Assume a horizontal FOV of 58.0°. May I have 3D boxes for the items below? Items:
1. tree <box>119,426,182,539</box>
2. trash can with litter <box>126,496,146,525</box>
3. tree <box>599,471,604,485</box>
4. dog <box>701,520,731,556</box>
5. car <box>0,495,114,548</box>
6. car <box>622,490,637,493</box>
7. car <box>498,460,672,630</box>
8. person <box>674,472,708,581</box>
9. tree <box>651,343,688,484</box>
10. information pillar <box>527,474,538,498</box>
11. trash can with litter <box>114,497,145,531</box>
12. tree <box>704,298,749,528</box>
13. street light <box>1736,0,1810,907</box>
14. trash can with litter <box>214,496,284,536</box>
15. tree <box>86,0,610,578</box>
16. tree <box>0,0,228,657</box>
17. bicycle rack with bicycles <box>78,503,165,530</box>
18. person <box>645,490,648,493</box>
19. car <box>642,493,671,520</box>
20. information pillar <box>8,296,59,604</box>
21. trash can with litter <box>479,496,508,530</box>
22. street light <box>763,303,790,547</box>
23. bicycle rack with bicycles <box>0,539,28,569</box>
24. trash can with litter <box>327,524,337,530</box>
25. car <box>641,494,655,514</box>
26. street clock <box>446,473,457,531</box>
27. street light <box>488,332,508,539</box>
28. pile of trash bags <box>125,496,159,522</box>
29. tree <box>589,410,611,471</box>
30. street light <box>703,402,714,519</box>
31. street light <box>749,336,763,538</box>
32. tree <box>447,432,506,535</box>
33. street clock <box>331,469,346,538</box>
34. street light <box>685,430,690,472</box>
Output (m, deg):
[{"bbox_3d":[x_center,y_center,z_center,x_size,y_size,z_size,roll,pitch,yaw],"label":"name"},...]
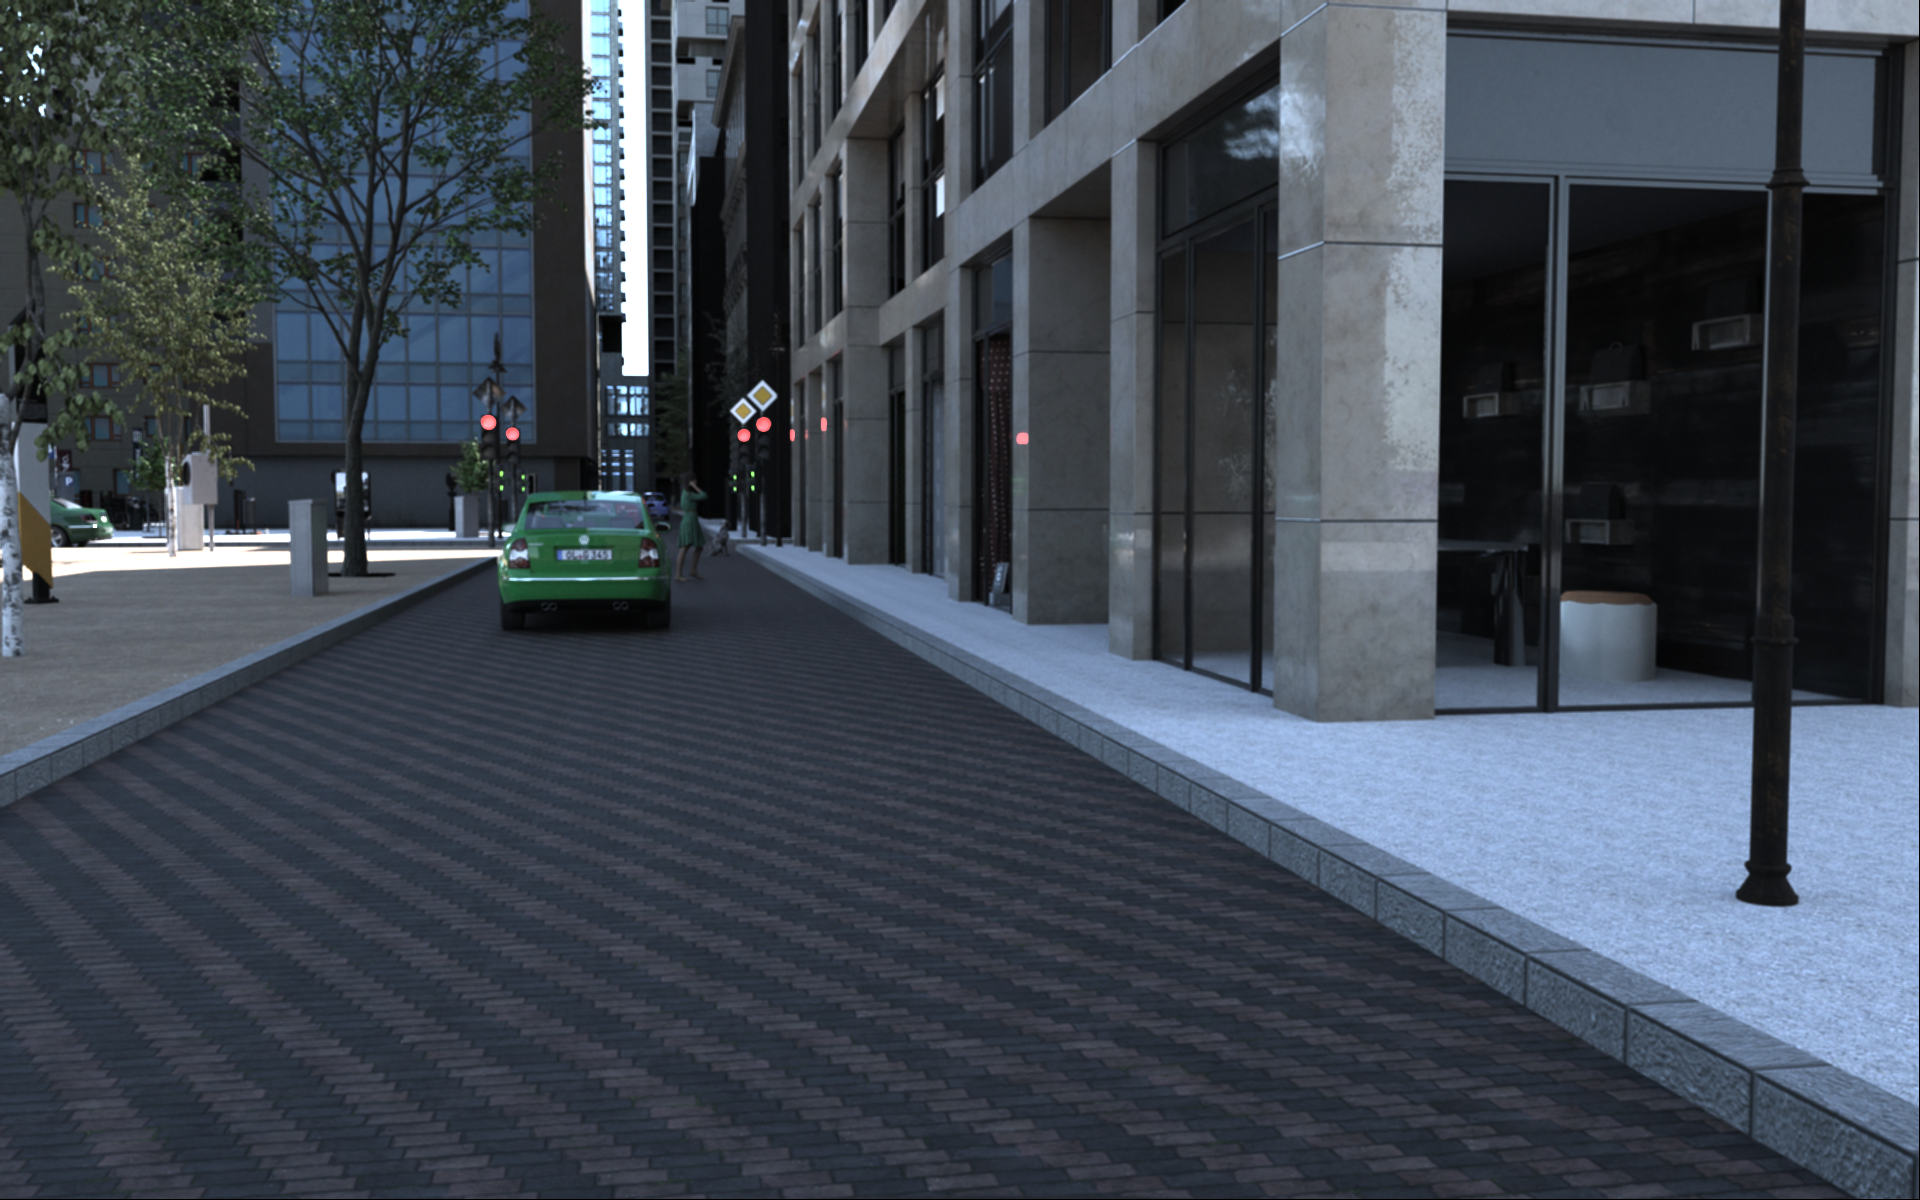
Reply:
[{"bbox_3d":[-23.044,-3.378,49.836,1.663,3.219,1.824,0,3,0],"label":"tree"},{"bbox_3d":[-34.827,-3.726,71.984,1.678,1.210,2.233,3,5,41],"label":"trash can with litter"},{"bbox_3d":[-36.412,-11.313,168.687,4.285,4.588,4.351,0,3,0],"label":"tree"},{"bbox_3d":[-5.710,-1.435,40.291,0.800,0.831,0.513,-1,4,-12],"label":"dog"},{"bbox_3d":[-23.980,-1.938,43.477,4.920,1.459,2.131,-1,4,-10],"label":"car"},{"bbox_3d":[-33.315,-10.143,174.504,2.281,1.827,5.304,-1,4,-8],"label":"car"},{"bbox_3d":[-4.255,-0.670,19.748,1.959,1.807,4.718,-1,4,-11],"label":"car"},{"bbox_3d":[-4.475,-1.214,28.594,0.529,1.795,0.600,-2,4,-25],"label":"person"},{"bbox_3d":[-19.443,-12.951,129.879,7.486,12.596,7.792,0,3,0],"label":"tree"},{"bbox_3d":[-15.800,-3.641,64.027,0.304,2.012,0.304,0,4,6],"label":"information pillar"},{"bbox_3d":[-28.972,-2.994,60.332,1.055,1.170,0.624,0,4,4],"label":"trash can with litter"},{"bbox_3d":[-7.812,-7.019,65.123,4.360,8.622,3.978,0,3,0],"label":"tree"},{"bbox_3d":[2.551,-1.988,5.294,0.468,5.910,1.993,-1,4,-10],"label":"street light"},{"bbox_3d":[-22.426,-2.639,54.212,2.233,1.210,1.678,2,4,29],"label":"trash can with litter"},{"bbox_3d":[-9.261,-6.173,26.685,9.928,11.665,9.643,0,3,0],"label":"tree"},{"bbox_3d":[-7.557,-3.844,13.219,4.737,8.622,4.395,0,3,0],"label":"tree"},{"bbox_3d":[-31.970,-3.249,66.499,2.852,0.926,2.925,0,4,-6],"label":"bicycle rack with bicycles"},{"bbox_3d":[-27.766,-8.865,153.435,0.705,1.826,1.348,2,4,24],"label":"person"},{"bbox_3d":[-16.943,-5.270,95.749,1.945,1.707,3.694,-1,4,-9],"label":"car"},{"bbox_3d":[-10.820,-1.763,20.178,0.183,3.616,0.504,1,4,14],"label":"information pillar"},{"bbox_3d":[-16.886,-3.127,62.183,2.233,1.210,1.678,-1,4,-11],"label":"trash can with litter"},{"bbox_3d":[-4.411,-4.240,42.116,0.468,5.910,1.993,-1,4,-10],"label":"street light"},{"bbox_3d":[-17.044,-0.958,29.038,2.925,0.926,2.852,1,4,19],"label":"bicycle rack with bicycles"},{"bbox_3d":[-22.264,-3.124,62.138,1.678,1.210,2.233,-1,4,-9],"label":"trash can with litter"},{"bbox_3d":[-11.832,-3.179,61.011,2.155,1.783,4.494,-1,4,-10],"label":"car"},{"bbox_3d":[-17.600,-3.391,60.011,0.358,2.002,0.471,-3,5,-39],"label":"street clock"},{"bbox_3d":[-13.169,-4.688,49.437,0.468,5.910,1.993,-1,4,-10],"label":"street light"},{"bbox_3d":[-37.580,-4.302,80.097,3.447,1.369,1.912,-3,4,-37],"label":"pile of trash bags"},{"bbox_3d":[-26.010,-10.262,118.148,4.360,8.622,3.978,0,3,0],"label":"tree"},{"bbox_3d":[-12.665,-7.005,87.325,0.468,5.910,1.993,-1,4,-10],"label":"street light"},{"bbox_3d":[-5.931,-4.779,50.924,0.468,5.910,1.993,-1,4,-10],"label":"street light"},{"bbox_3d":[-15.084,-3.627,53.907,1.663,3.219,1.824,0,3,0],"label":"tree"},{"bbox_3d":[-18.013,-2.801,50.366,0.471,2.002,0.358,1,4,19],"label":"street clock"},{"bbox_3d":[-19.487,-9.255,124.106,0.468,5.910,1.993,-1,4,-10],"label":"street light"}]
